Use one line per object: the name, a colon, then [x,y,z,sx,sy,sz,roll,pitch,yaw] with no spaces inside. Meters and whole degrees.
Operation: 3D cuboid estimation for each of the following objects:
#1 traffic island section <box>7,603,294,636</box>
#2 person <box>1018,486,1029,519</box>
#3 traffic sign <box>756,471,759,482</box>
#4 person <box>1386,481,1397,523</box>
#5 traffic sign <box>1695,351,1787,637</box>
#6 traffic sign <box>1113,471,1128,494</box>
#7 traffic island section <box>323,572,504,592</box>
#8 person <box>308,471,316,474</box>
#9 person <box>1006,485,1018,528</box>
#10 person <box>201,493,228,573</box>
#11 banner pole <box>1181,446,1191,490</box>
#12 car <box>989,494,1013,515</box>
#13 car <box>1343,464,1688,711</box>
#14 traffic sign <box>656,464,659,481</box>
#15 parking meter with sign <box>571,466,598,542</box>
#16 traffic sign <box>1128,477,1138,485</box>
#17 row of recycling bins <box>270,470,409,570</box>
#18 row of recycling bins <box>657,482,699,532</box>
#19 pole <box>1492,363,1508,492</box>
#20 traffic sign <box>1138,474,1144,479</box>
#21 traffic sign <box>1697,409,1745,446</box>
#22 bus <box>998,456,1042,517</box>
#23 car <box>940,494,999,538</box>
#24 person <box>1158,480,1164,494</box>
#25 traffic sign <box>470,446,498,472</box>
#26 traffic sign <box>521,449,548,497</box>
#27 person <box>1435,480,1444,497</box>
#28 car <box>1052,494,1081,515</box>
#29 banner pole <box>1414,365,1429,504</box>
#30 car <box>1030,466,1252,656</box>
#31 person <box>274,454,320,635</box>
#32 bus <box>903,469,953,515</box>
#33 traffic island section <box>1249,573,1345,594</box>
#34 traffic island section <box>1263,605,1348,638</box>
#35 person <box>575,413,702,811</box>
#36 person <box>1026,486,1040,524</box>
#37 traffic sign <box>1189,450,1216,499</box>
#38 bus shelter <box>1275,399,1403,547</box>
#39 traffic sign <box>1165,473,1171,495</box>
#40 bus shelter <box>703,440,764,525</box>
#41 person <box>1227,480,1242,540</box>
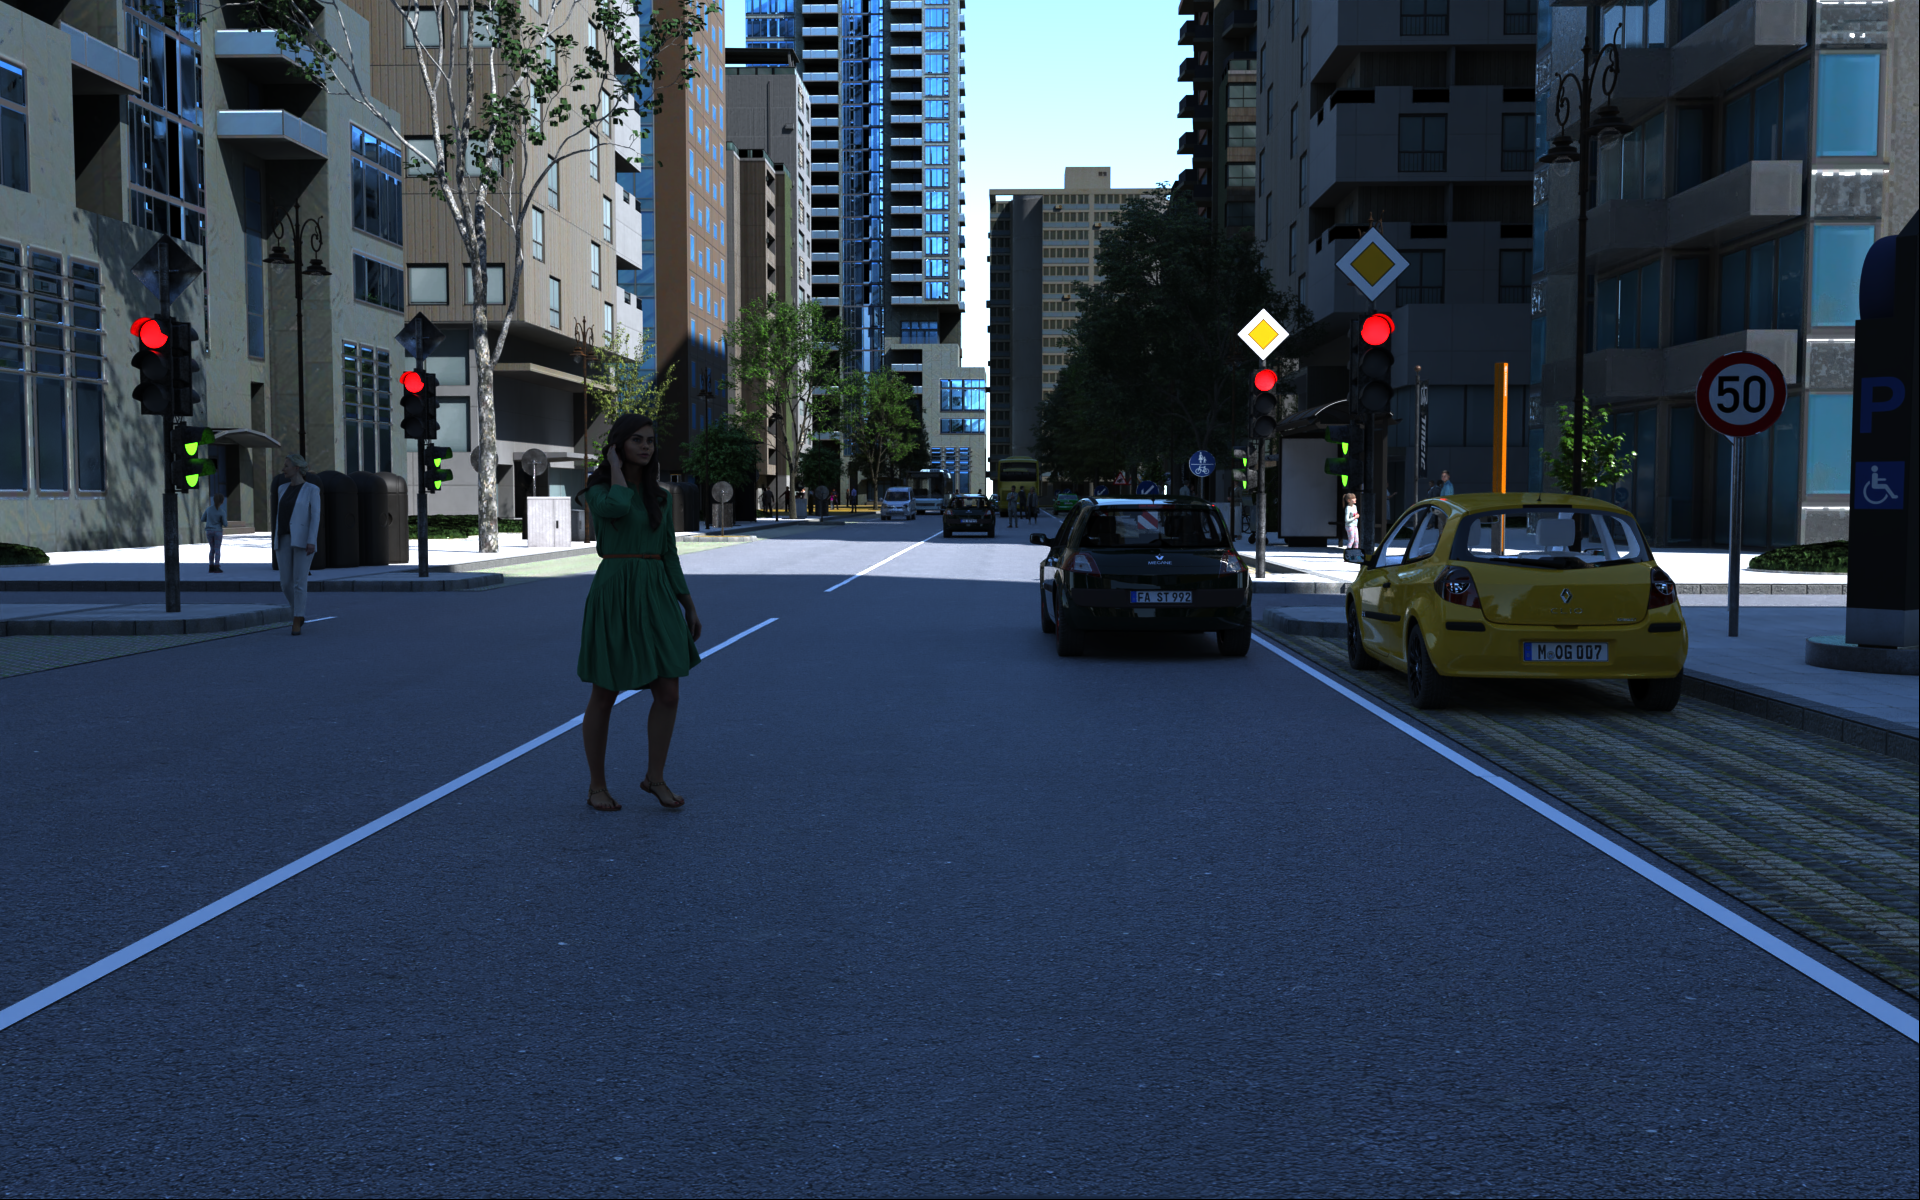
traffic island section: [-8.583,0.209,18.859,2.009,0.180,2.903,0,4,2]
person: [3.657,-5.616,99.678,0.648,1.900,0.474,3,5,39]
traffic sign: [-9.974,-5.060,82.836,0.768,2.556,0.104,0,4,5]
person: [15.056,-3.321,60.911,0.524,1.755,0.480,-1,4,-12]
traffic sign: [6.968,-0.943,15.527,0.768,2.556,0.104,1,4,11]
traffic sign: [9.210,-6.085,99.492,0.884,2.594,0.081,1,4,9]
traffic island section: [-8.331,-0.279,26.840,2.009,0.180,2.903,0,4,2]
person: [-15.404,-2.168,41.349,0.638,1.841,0.748,-2,4,-31]
person: [2.236,-4.001,74.090,0.511,1.800,0.466,1,4,9]
person: [-12.145,-1.096,28.243,0.425,1.301,0.394,-1,4,-12]
banner pole: [10.354,-5.485,79.689,0.863,3.779,0.401,0,4,-3]
car: [2.821,-6.765,122.399,2.131,1.459,4.920,0,4,1]
car: [3.949,-0.160,12.847,2.015,1.641,3.980,0,4,4]
traffic sign: [-10.138,-3.334,56.640,0.606,2.300,0.079,0,4,2]
parking meter with sign: [-9.900,-3.120,47.276,0.543,3.016,1.738,2,4,33]
traffic sign: [10.194,-6.213,101.579,0.884,2.594,0.081,0,4,4]
row of recycling bins: [-10.899,-1.445,30.732,1.069,1.692,3.534,1,4,13]
row of recycling bins: [-9.665,-3.154,58.676,1.069,1.692,3.534,1,4,11]
pole: [8.419,-2.030,27.029,0.158,3.312,0.155,0,3,0]
traffic sign: [10.387,-5.945,96.940,0.795,2.593,0.064,1,4,8]
traffic sign: [8.445,-1.170,18.863,0.795,2.593,0.064,0,4,7]
bus: [3.822,-7.344,111.620,2.896,3.916,12.252,0,4,3]
car: [0.323,-2.963,58.226,2.009,1.686,4.222,0,4,1]
person: [7.808,-3.777,67.903,0.850,1.850,0.679,0,4,-3]
traffic sign: [-12.221,-2.715,44.488,0.768,2.556,0.104,1,4,11]
traffic sign: [-11.904,-2.956,48.437,0.768,2.556,0.104,1,4,8]
person: [17.694,-3.531,63.959,0.473,1.802,0.592,1,4,13]
car: [7.262,-6.654,117.582,1.959,1.807,4.718,0,4,1]
banner pole: [8.922,-2.664,33.570,0.401,3.779,0.863,0,4,-4]
car: [1.699,-0.423,16.696,2.009,1.686,4.222,0,3,0]
person: [-6.827,-0.580,17.868,0.514,1.842,0.818,0,4,-7]
bus: [-2.124,-7.879,123.685,2.948,3.499,13.247,0,4,3]
traffic island section: [4.604,-0.254,26.427,2.009,0.180,2.903,0,4,2]
traffic island section: [4.352,0.235,18.446,2.009,0.180,2.903,0,4,2]
person: [-1.487,0.054,7.864,0.529,1.795,0.600,3,4,36]
person: [3.526,-4.520,82.578,0.709,1.800,0.728,2,4,27]
traffic sign: [7.082,-3.093,50.681,0.768,2.556,0.104,0,4,5]
bus shelter: [8.398,-2.776,39.308,2.014,3.302,5.546,0,4,2]
traffic sign: [9.708,-4.837,81.212,0.606,2.300,0.079,0,4,7]
bus shelter: [-9.849,-5.162,75.679,1.731,3.624,6.357,0,4,2]
person: [7.664,-2.559,48.429,0.362,1.759,0.519,-2,4,-26]
